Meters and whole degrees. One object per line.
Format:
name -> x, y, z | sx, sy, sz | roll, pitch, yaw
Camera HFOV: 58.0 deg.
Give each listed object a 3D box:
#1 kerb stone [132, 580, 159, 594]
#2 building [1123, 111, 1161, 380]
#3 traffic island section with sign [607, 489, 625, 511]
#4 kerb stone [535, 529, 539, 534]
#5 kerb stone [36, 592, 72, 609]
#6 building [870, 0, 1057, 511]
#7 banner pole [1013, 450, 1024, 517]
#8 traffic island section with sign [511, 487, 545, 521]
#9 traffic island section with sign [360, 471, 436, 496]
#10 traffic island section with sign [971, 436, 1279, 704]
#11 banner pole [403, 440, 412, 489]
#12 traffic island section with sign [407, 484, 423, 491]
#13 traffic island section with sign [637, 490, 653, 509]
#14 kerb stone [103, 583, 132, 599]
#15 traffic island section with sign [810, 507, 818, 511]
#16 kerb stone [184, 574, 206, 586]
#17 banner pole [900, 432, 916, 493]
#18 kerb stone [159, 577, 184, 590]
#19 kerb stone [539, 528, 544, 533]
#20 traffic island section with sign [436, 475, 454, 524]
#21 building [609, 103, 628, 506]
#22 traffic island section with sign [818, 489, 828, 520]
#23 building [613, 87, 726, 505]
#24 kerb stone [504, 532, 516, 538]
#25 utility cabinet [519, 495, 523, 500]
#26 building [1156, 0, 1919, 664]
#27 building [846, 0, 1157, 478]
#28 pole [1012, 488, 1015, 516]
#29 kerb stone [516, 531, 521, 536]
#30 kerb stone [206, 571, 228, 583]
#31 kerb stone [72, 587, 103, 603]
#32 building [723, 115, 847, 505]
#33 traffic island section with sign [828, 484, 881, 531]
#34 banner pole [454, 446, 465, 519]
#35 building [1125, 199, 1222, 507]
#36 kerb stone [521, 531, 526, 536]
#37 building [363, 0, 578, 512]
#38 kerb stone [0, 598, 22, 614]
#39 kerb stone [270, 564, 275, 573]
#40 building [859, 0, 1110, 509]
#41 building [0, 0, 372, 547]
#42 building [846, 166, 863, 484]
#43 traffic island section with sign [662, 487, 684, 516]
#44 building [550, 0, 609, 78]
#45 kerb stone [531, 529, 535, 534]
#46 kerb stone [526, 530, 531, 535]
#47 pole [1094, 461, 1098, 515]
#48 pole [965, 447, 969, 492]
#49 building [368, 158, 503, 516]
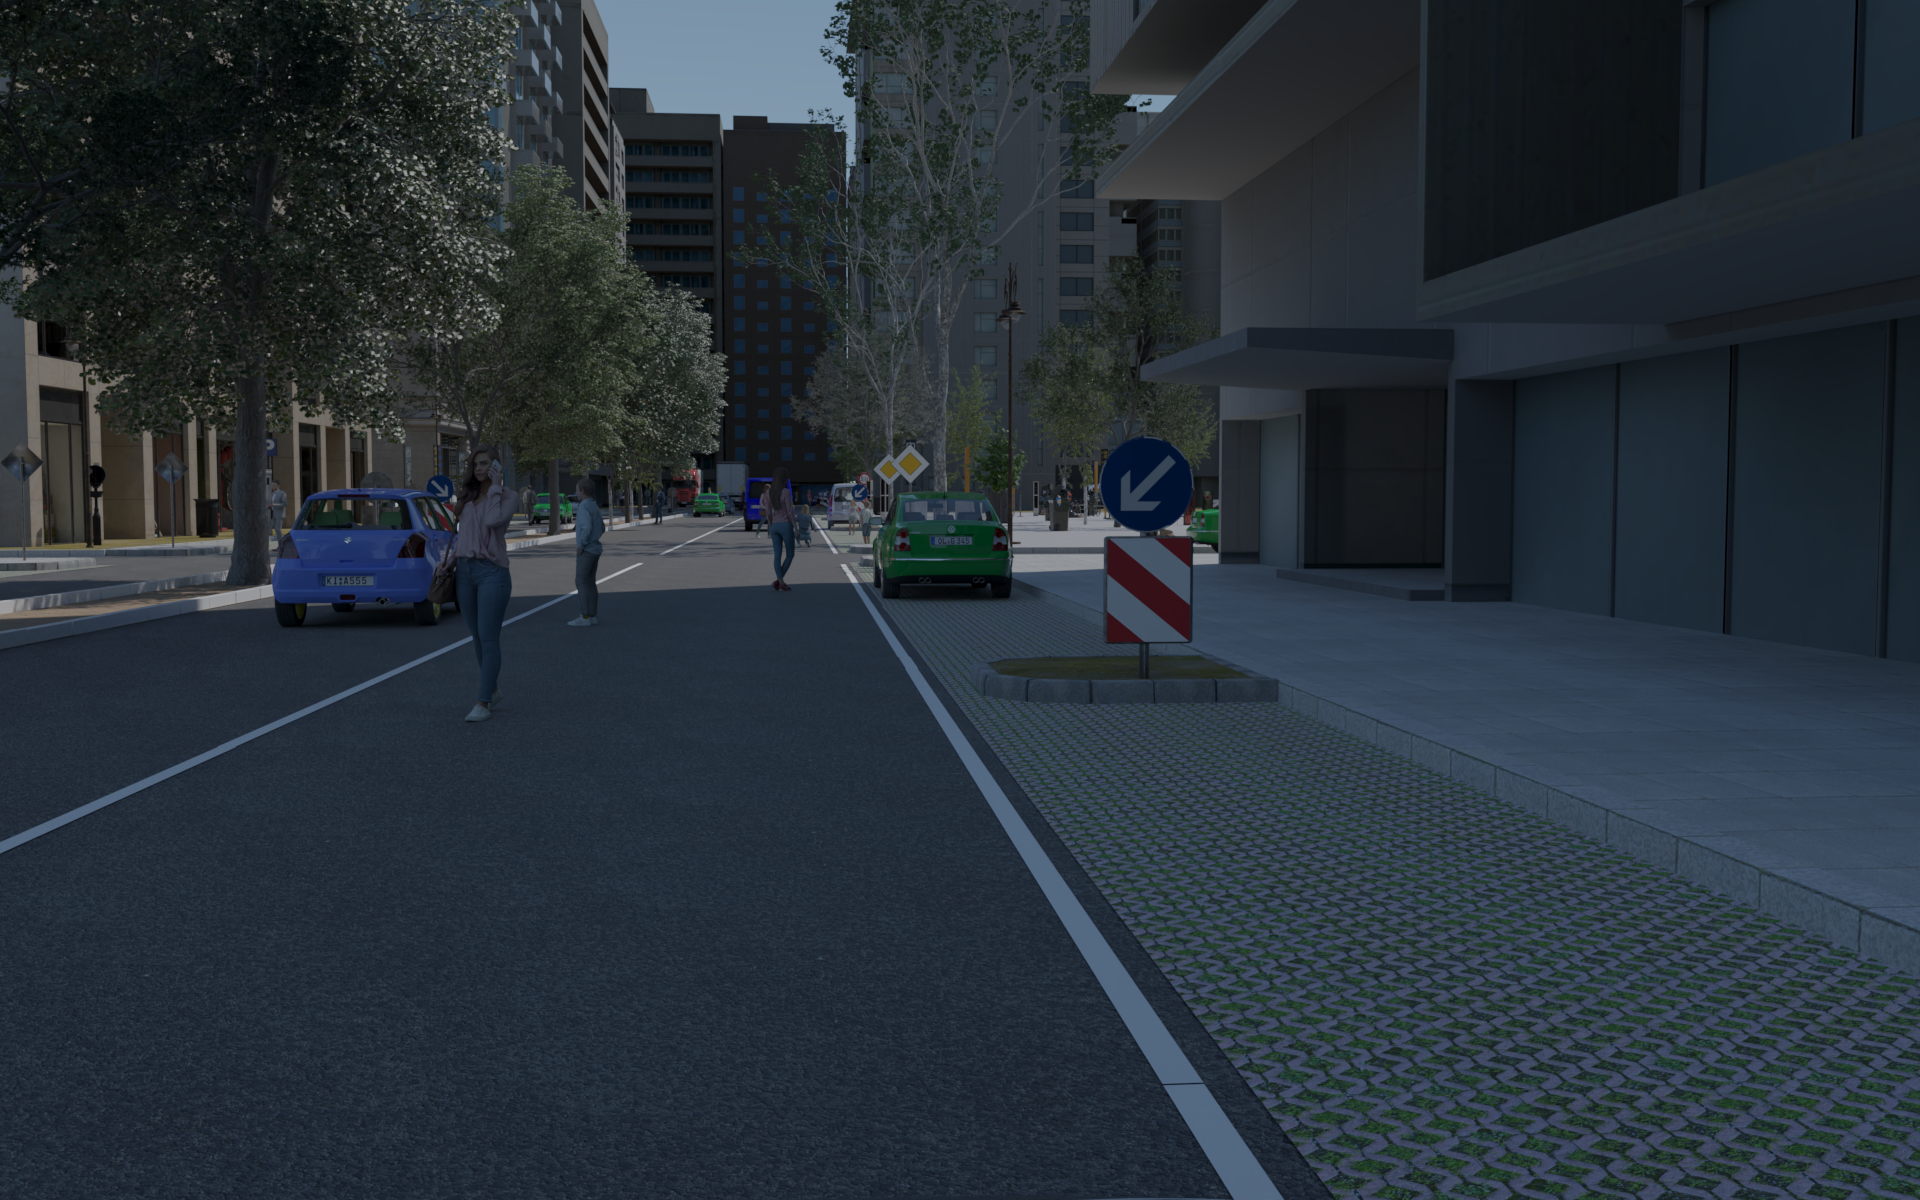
kerb stone -> -11.841, -0.170, 24.988 | 0.120, 0.150, 1.000 | 0, 4, -5
building -> 29.353, -36.559, 217.343 | 30.456, 49.044, 23.786 | 0, 4, -5
traffic island section with sign -> -28.023, -8.198, 142.665 | 1.989, 1.847, 2.006 | 0, 4, -5
kerb stone -> -15.348, -2.450, 62.255 | 0.120, 0.150, 1.000 | 0, 4, -5
kerb stone -> -11.548, 0.017, 21.920 | 0.120, 0.150, 1.000 | 0, 4, -5
building -> -0.131, -27.762, 137.505 | 14.154, 41.232, 14.086 | 0, 4, -5
banner pole -> 3.267, -6.576, 97.529 | 0.401, 3.779, 0.863 | 3, 4, 38
traffic island section with sign -> -23.325, -5.153, 92.882 | 1.989, 1.847, 2.006 | 0, 4, -5
traffic island section with sign -> -11.653, -1.595, 34.208 | 2.006, 1.907, 1.989 | 0, 4, -5
traffic island section with sign -> 1.111, -0.249, 12.704 | 1.989, 1.847, 2.006 | 0, 4, -5
banner pole -> -25.544, -5.505, 80.028 | 0.863, 3.779, 0.401 | 3, 5, 43
traffic island section with sign -> -20.781, -3.500, 65.849 | 1.989, 1.847, 2.006 | 0, 4, -5
traffic island section with sign -> -30.544, -9.839, 169.503 | 1.989, 1.847, 2.006 | 0, 4, -5
kerb stone -> -11.743, -0.106, 23.963 | 0.120, 0.150, 1.000 | 0, 4, -5
traffic island section with sign -> -13.865, -9.980, 171.806 | 1.989, 1.847, 2.006 | 0, 4, -5
kerb stone -> -12.033, -0.293, 27.029 | 0.120, 0.150, 1.000 | 0, 4, -5
banner pole -> -2.128, -4.874, 69.699 | 0.863, 3.779, 0.401 | -1, 4, -20
kerb stone -> -11.938, -0.233, 26.005 | 0.120, 0.150, 1.000 | 0, 4, -5
kerb stone -> -15.444, -2.508, 63.279 | 0.120, 0.150, 1.000 | 0, 4, -5
traffic island section with sign -> -12.338, -2.046, 41.584 | 2.006, 1.907, 1.989 | 0, 4, -5
building -> -42.532, -30.518, 182.561 | 14.086, 41.232, 14.154 | 0, 4, -5
traffic island section with sign -> -6.567, -5.237, 94.247 | 1.989, 1.847, 2.006 | 0, 4, -5
building -> -39.088, -35.884, 210.399 | 21.600, 48.544, 21.300 | 0, 4, -5
kerb stone -> -14.864, -2.131, 57.155 | 0.120, 0.150, 1.000 | 0, 4, -5
utility cabinet -> -28.702, -6.439, 113.950 | 0.318, 1.500, 1.173 | 0, 4, -2
building -> 16.936, -26.297, 19.202 | 28.713, 52.752, 27.495 | 0, 4, -5
building -> 3.041, -36.111, 179.657 | 28.713, 52.752, 27.495 | 0, 4, -5
pole -> 3.172, -6.685, 103.149 | 0.158, 3.312, 0.155 | 0, 3, 0
kerb stone -> -14.970, -2.200, 58.171 | 0.120, 0.150, 1.000 | 0, 4, -5
kerb stone -> -12.125, -0.358, 28.047 | 0.120, 0.150, 1.000 | 0, 4, -5
kerb stone -> -11.648, -0.045, 22.938 | 0.120, 0.150, 1.000 | 0, 4, -5
building -> -20.938, -34.163, 208.676 | 14.200, 45.320, 14.600 | 0, 4, -5
traffic island section with sign -> -4.034, -3.595, 67.411 | 1.989, 1.847, 2.006 | 0, 4, -5
banner pole -> -26.119, -6.145, 90.492 | 0.863, 3.779, 0.401 | 2, 4, 30
building -> 29.798, -29.840, 179.766 | 23.993, 40.220, 32.217 | 0, 4, -5
kerb stone -> -15.056, -2.260, 59.190 | 0.120, 0.150, 1.000 | 0, 4, -5
building -> -41.924, -31.168, 129.198 | 23.786, 49.044, 30.456 | 0, 4, -5
kerb stone -> -11.459, 0.080, 20.894 | 0.120, 0.150, 1.000 | 0, 4, -5
kerb stone -> -12.416, -0.544, 31.108 | 0.120, 0.150, 1.000 | 0, 4, -5
building -> 1.446, -43.799, 154.362 | 20.563, 71.187, 20.611 | 0, 4, -5
building -> -33.617, -15.449, 57.101 | 19.350, 26.468, 34.151 | 0, 4, -5
building -> -6.512, -32.162, 209.446 | 14.086, 41.232, 14.154 | 0, 4, -5
traffic island section with sign -> -19.393, -6.621, 116.391 | 2.006, 1.907, 1.989 | 0, 4, -5
building -> -43.210, -32.507, 155.196 | 21.300, 48.544, 21.600 | 0, 4, -5
kerb stone -> -15.253, -2.388, 61.237 | 0.120, 0.150, 1.000 | 0, 4, -5
kerb stone -> -15.157, -2.326, 60.219 | 0.120, 0.150, 1.000 | 0, 4, -5
pole -> 8.504, -7.002, 108.326 | 0.158, 3.312, 0.155 | 0, 3, 0
pole -> 0.308, -4.979, 75.246 | 0.158, 3.312, 0.155 | 0, 3, 0
building -> -32.898, -14.914, 94.752 | 10.553, 20.767, 40.483 | 0, 4, -5
